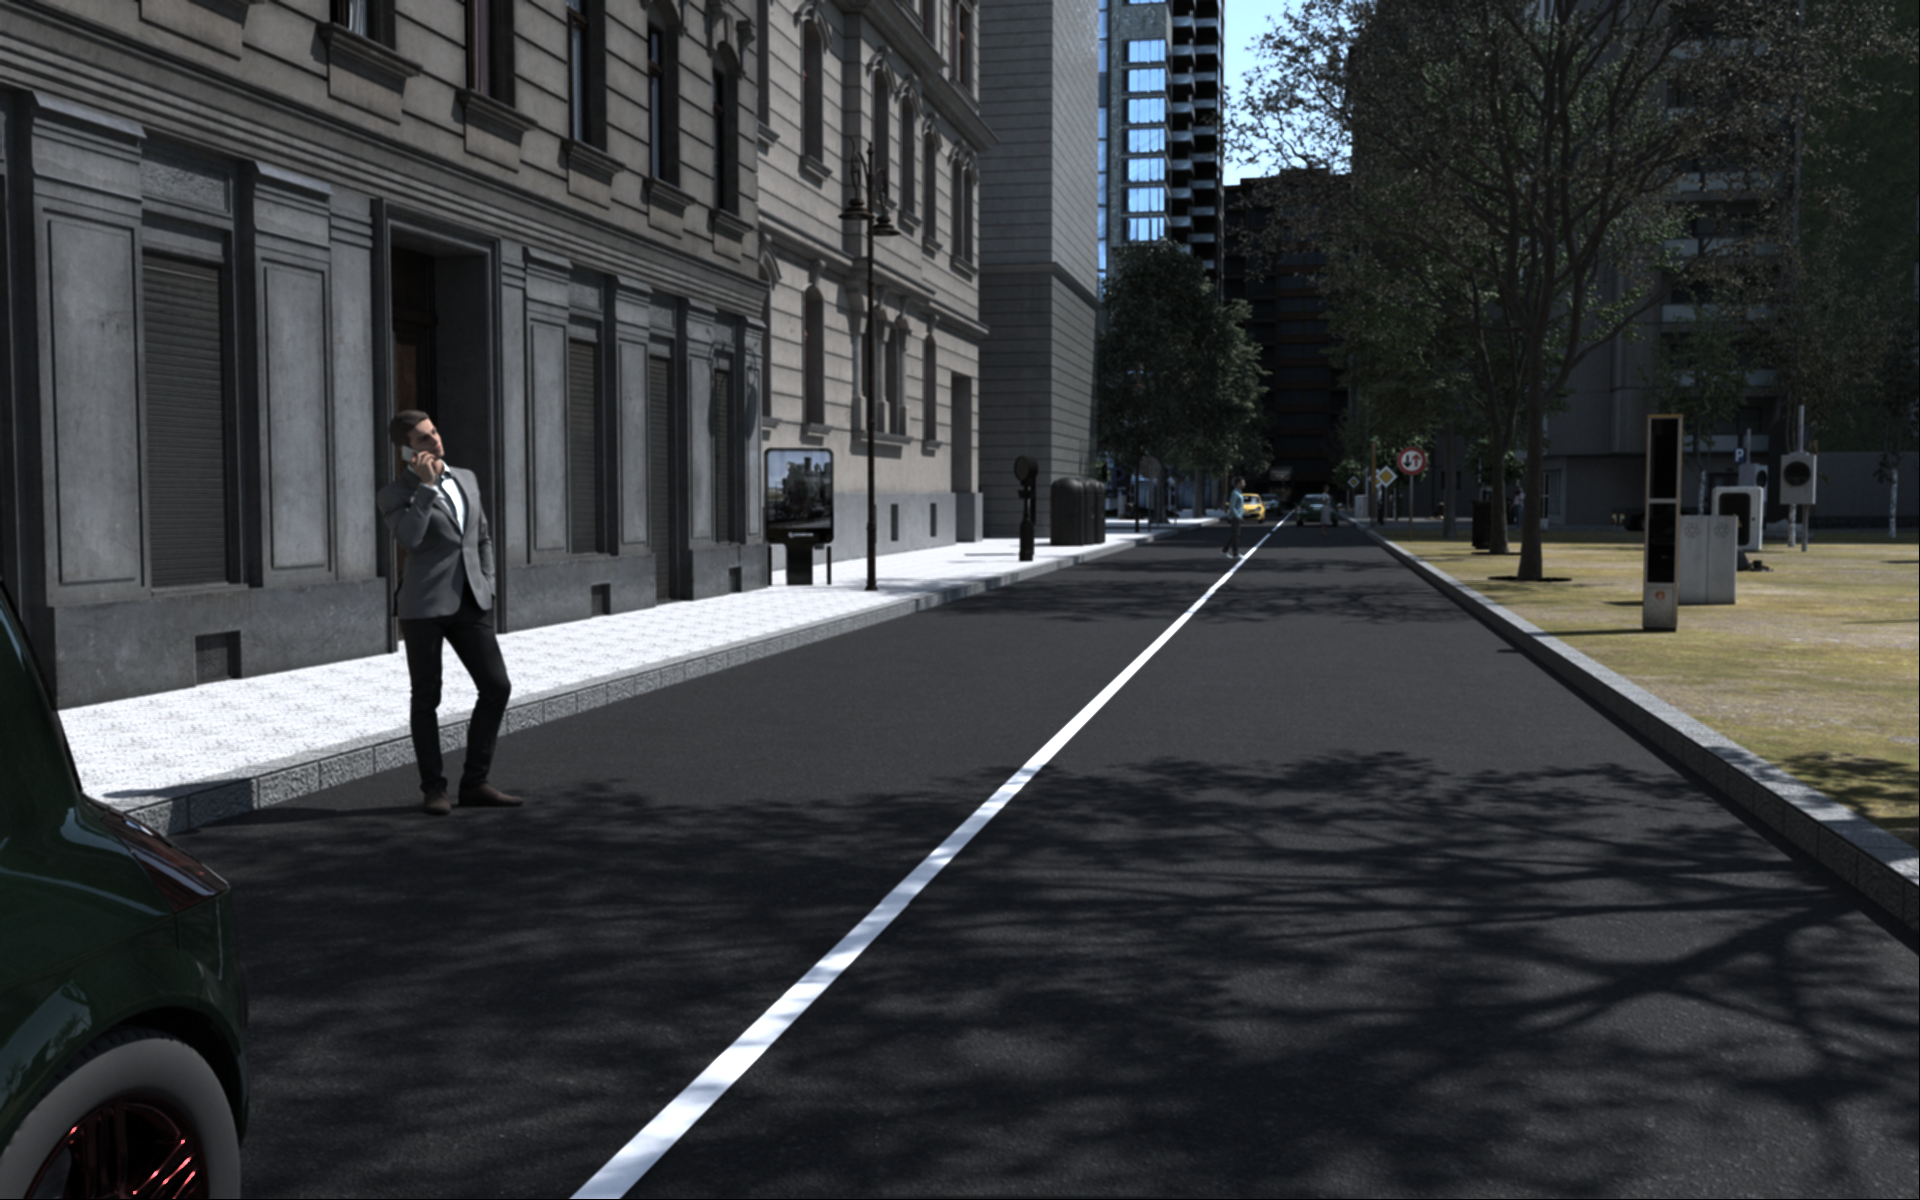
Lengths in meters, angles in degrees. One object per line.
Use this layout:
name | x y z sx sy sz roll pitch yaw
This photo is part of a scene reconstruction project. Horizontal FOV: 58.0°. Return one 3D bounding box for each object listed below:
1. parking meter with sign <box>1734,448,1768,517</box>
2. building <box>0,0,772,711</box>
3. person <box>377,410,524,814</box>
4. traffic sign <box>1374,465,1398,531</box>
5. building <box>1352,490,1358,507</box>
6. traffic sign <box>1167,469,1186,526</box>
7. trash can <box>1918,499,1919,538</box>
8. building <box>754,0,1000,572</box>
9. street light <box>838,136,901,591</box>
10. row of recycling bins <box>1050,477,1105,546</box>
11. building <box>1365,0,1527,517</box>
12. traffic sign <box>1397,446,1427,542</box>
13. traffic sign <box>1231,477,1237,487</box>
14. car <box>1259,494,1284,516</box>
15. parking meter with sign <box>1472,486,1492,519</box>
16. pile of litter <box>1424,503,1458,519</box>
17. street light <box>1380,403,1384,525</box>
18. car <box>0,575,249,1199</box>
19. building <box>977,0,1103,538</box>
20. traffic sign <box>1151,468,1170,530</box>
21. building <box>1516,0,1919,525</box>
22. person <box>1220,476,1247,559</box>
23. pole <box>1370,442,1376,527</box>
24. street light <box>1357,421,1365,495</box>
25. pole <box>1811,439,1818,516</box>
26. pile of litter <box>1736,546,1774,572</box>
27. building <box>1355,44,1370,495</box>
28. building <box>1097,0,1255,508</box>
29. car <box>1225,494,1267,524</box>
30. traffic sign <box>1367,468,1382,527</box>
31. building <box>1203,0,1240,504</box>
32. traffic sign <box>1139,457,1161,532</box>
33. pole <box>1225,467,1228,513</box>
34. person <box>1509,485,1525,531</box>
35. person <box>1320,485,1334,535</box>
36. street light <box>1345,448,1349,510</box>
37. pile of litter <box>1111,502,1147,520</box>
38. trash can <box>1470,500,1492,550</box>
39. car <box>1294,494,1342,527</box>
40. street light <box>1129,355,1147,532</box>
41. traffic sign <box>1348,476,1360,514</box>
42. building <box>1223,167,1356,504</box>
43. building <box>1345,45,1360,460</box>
parking meter with sign | 30.215 -4.245 65.663 1.738 3.016 0.543 -1 4 -19
building | -8.982 -10.157 15.217 9.793 20.994 18.267 1 4 11
person | -2.308 0.052 7.834 0.592 1.802 0.473 -2 4 -35
traffic sign | 14.730 -3.441 59.909 0.795 2.450 0.064 1 4 11
building | 50.504 -45.020 174.323 20.563 71.187 20.611 1 4 11
traffic sign | 8.629 -4.016 69.306 0.795 2.450 0.064 1 4 11
trash can | 26.974 -2.226 48.048 0.748 1.137 0.748 0 3 0
building | -7.678 -15.234 36.458 14.401 28.519 23.554 1 4 11
street light | -1.179 -3.064 22.888 0.468 5.910 1.993 1 4 11
row of recycling bins | 3.073 -2.273 44.281 1.069 1.692 3.534 1 4 16
building | 31.877 -20.374 104.818 14.160 30.474 14.107 1 4 11
traffic sign | 12.094 -2.832 46.417 0.768 2.556 0.104 1 4 12
traffic sign | 20.381 -7.814 127.865 0.768 2.556 0.104 1 4 21
car | 20.522 -6.334 115.353 2.131 1.459 4.920 1 4 13
parking meter with sign | 27.586 -5.780 90.760 1.738 3.016 0.543 -2 4 -33
pile of litter | 24.614 -4.555 88.444 1.719 0.858 1.176 1 4 20
street light | 17.277 -5.987 70.674 0.468 5.910 1.993 1 4 11
car | -2.331 0.517 1.337 2.009 1.686 4.222 1 4 12
building | -10.690 -17.140 57.736 29.804 29.767 11.434 1 4 11
traffic sign | 7.045 -3.537 61.479 0.795 2.450 0.064 1 4 11
building | 31.528 -23.776 72.331 14.086 41.232 14.154 1 4 11
person | 6.085 -1.835 38.516 0.620 1.820 0.660 1 4 13
pole | 16.138 -4.510 67.586 0.158 3.312 0.155 0 3 0
street light | 24.556 -8.149 106.023 0.468 5.910 1.993 1 4 11
pole | 31.957 -4.339 64.778 0.158 3.312 0.155 0 3 0
pile of litter | 12.930 -0.943 29.378 1.176 0.858 1.719 -1 4 -19
building | 43.738 -31.108 158.730 14.600 45.320 14.200 1 4 11
building | 19.647 -54.726 207.437 31.000 86.520 22.319 1 4 11
car | 14.065 -4.573 84.991 2.015 1.641 3.980 1 4 12
traffic sign | 16.314 -3.920 67.736 0.795 2.450 0.064 1 4 11
building | 19.755 -45.674 185.026 20.563 71.187 20.611 1 4 11
traffic sign | 6.471 -3.610 59.133 0.768 2.556 0.104 1 4 20
pole | 17.632 -7.381 114.523 0.158 3.312 0.155 0 3 0
person | 20.795 -3.388 64.489 0.643 1.750 0.593 -3 5 -40
person | 12.763 -3.119 60.060 0.524 1.755 0.480 2 4 33
street light | 31.497 -10.285 140.946 0.468 5.910 1.993 1 4 11
pile of litter | 8.441 -4.436 86.499 1.719 0.858 1.176 2 4 27
trash can | 12.212 -1.746 40.207 0.748 1.137 0.748 0 3 0
car | 16.131 -4.053 78.067 2.131 1.459 4.920 1 4 12
street light | 5.931 -5.201 57.816 0.468 5.910 1.993 1 4 11
traffic sign | 24.750 -6.589 108.915 0.795 2.450 0.064 1 4 17
building | 45.885 -35.530 235.543 28.867 44.769 22.147 1 4 11
building | 58.505 -37.219 197.765 28.713 52.752 27.495 1 4 11
